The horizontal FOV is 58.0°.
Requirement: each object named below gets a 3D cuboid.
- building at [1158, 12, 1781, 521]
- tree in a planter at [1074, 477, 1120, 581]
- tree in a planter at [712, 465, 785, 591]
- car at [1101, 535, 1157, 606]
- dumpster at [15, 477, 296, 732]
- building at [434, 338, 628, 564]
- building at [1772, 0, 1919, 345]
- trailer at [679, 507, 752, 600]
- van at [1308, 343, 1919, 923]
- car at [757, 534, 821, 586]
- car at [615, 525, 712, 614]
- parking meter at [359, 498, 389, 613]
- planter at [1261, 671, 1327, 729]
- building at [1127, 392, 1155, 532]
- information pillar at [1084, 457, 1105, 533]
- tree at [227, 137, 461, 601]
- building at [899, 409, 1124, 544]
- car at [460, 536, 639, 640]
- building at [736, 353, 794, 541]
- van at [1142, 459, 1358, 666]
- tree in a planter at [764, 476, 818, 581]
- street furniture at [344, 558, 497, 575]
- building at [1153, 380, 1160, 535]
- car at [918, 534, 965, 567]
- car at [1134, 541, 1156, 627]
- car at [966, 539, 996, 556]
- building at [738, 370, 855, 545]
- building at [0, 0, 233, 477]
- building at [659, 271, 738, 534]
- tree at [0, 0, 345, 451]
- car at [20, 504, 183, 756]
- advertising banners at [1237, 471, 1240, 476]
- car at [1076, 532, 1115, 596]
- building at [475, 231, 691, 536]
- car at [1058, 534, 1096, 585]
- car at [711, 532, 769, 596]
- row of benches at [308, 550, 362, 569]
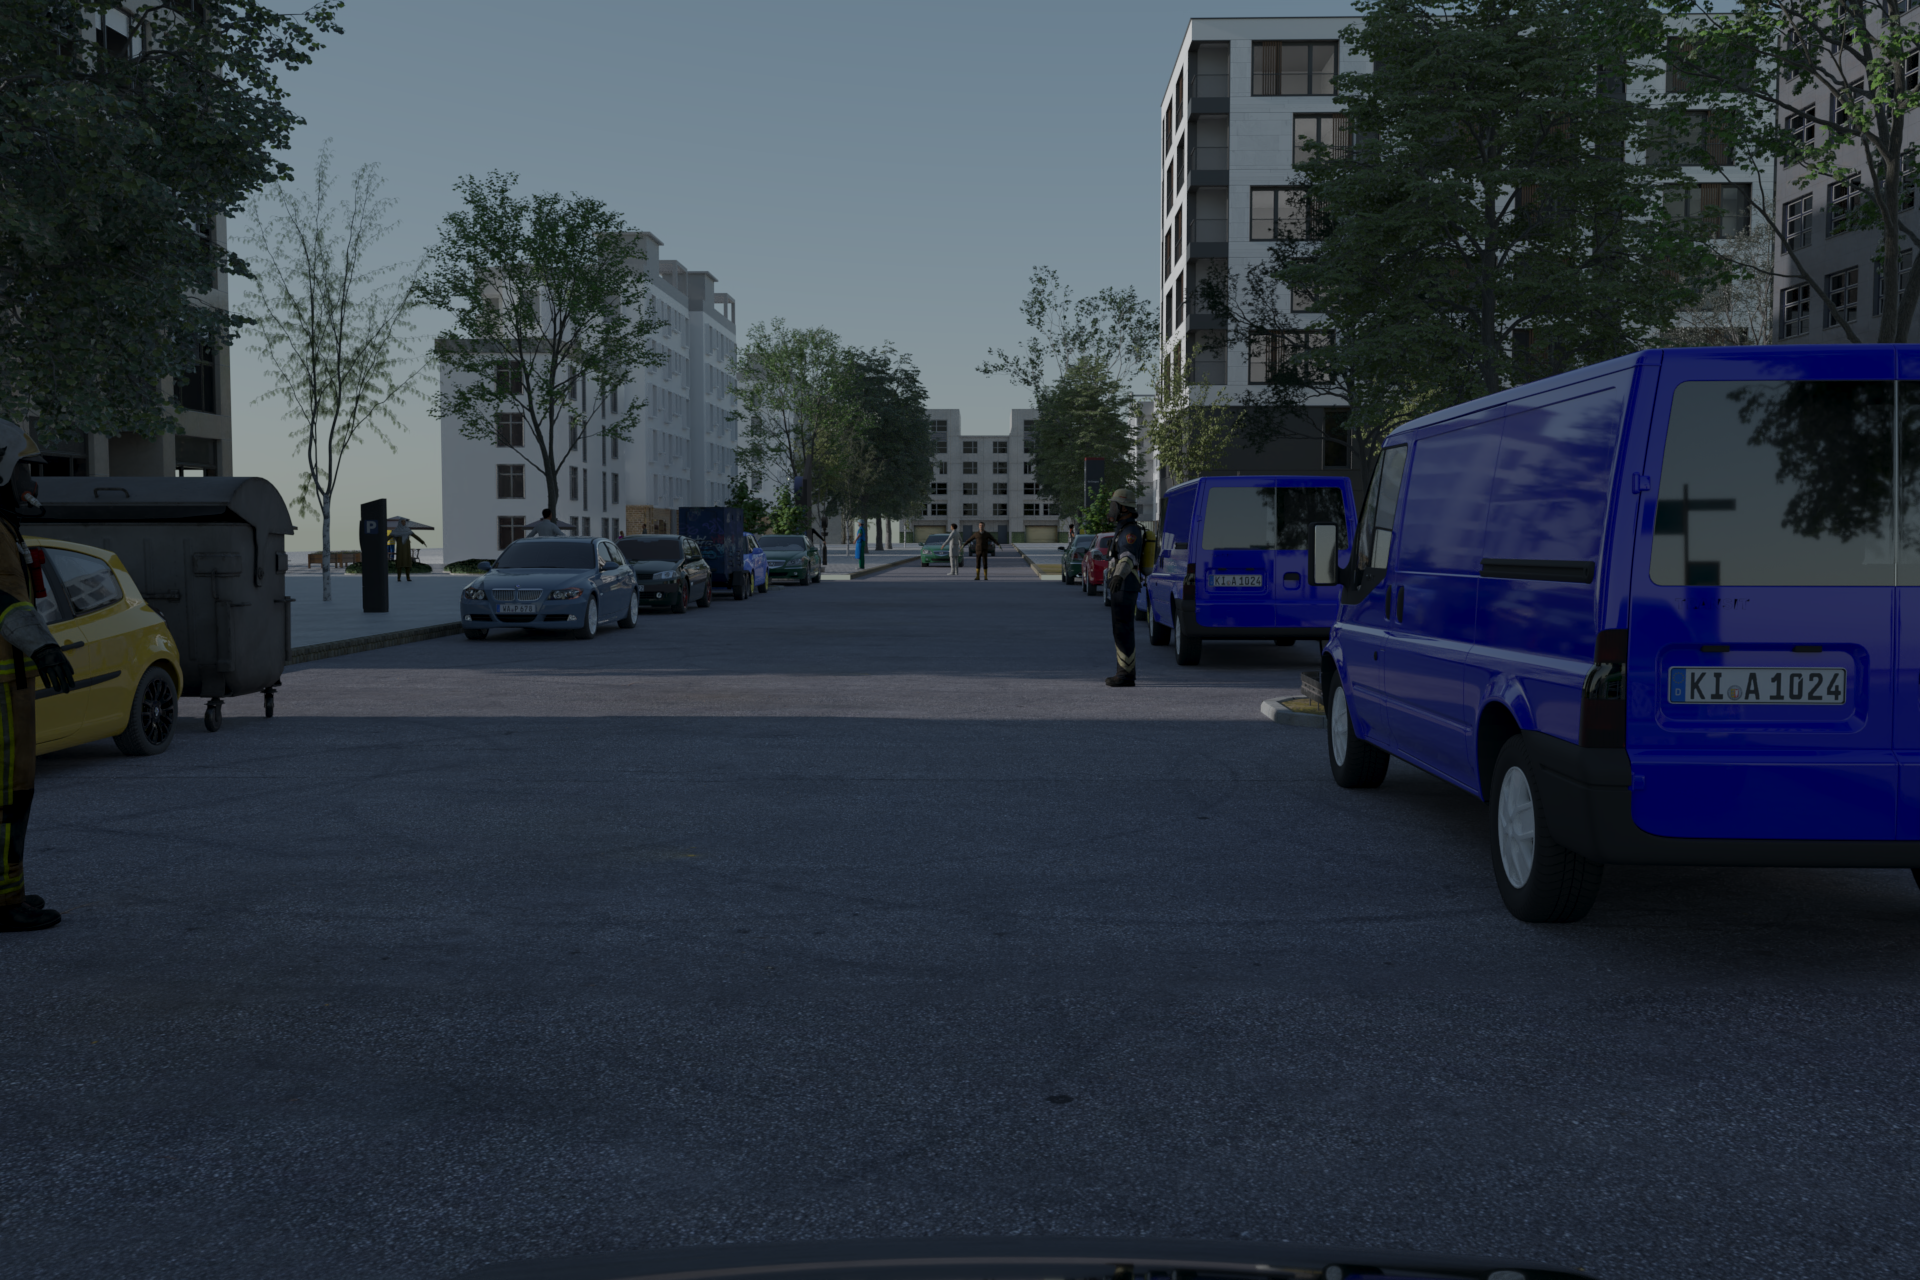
[{"bbox_3d":[23.567,-14.729,84.799,27.936,21.610,32.646,0,4,2],"label":"building"},{"bbox_3d":[4.443,-3.456,53.724,1.991,3.239,1.994,0,4,2],"label":"tree in a planter"},{"bbox_3d":[-5.568,-2.889,44.451,1.991,3.239,1.994,0,4,2],"label":"tree in a planter"},{"bbox_3d":[3.717,-1.274,32.837,2.014,1.417,4.499,0,4,0],"label":"car"},{"bbox_3d":[-6.106,-0.292,12.991,1.865,1.857,1.264,0,4,2],"label":"dumpster"},{"bbox_3d":[-21.494,-8.954,88.550,9.099,9.664,28.070,0,4,1],"label":"building"},{"bbox_3d":[28.310,-13.509,39.280,11.959,24.771,22.079,0,4,2],"label":"building"},{"bbox_3d":[-5.393,-1.833,37.021,1.471,1.999,3.904,0,4,1],"label":"trailer"},{"bbox_3d":[3.019,-0.222,8.013,2.240,2.365,5.245,0,4,1],"label":"van"},{"bbox_3d":[-5.052,-2.309,49.553,2.131,1.459,4.920,0,4,2],"label":"car"},{"bbox_3d":[-5.766,-1.386,32.447,2.009,1.686,4.222,0,4,1],"label":"car"},{"bbox_3d":[-9.589,-1.384,28.333,0.399,1.863,0.255,0,4,2],"label":"parking meter"},{"bbox_3d":[3.406,0.464,13.547,1.991,0.319,1.994,0,4,2],"label":"planter"},{"bbox_3d":[27.413,-22.884,230.573,16.016,20.090,11.380,0,4,1],"label":"building"},{"bbox_3d":[4.557,-4.244,58.761,0.750,3.857,0.750,0,4,1],"label":"information pillar"},{"bbox_3d":[-12.298,-5.044,32.838,4.360,8.622,3.978,0,3,0],"label":"tree"},{"bbox_3d":[7.333,-23.357,250.794,31.486,18.905,16.747,0,4,1],"label":"building"},{"bbox_3d":[-5.828,-0.799,25.072,2.014,1.417,4.499,0,4,1],"label":"car"},{"bbox_3d":[-23.873,-19.906,181.876,16.016,20.090,11.380,0,4,1],"label":"building"},{"bbox_3d":[3.336,-0.986,20.505,2.240,2.365,5.245,0,3,0],"label":"van"},{"bbox_3d":[-5.356,-3.439,53.457,1.991,3.239,1.994,0,4,2],"label":"tree in a planter"},{"bbox_3d":[-14.363,-2.475,56.097,10.072,0.657,5.734,1,4,15],"label":"street furniture"},{"bbox_3d":[28.933,-21.788,212.645,16.016,20.090,11.380,0,4,1],"label":"building"},{"bbox_3d":[-0.754,-3.941,76.228,2.131,1.459,4.920,0,4,1],"label":"car"},{"bbox_3d":[3.705,-1.098,27.544,1.945,1.707,3.694,0,4,1],"label":"car"},{"bbox_3d":[1.420,-6.288,112.598,2.009,1.686,4.222,0,3,0],"label":"car"},{"bbox_3d":[-23.397,-23.749,219.220,19.493,23.208,18.063,0,4,1],"label":"building"},{"bbox_3d":[-31.859,-14.172,34.917,19.350,26.588,34.151,0,4,1],"label":"building"},{"bbox_3d":[-23.127,-16.486,125.967,16.016,20.090,11.380,0,4,2],"label":"building"},{"bbox_3d":[-12.358,-6.923,19.839,9.857,13.997,8.962,0,3,0],"label":"tree"},{"bbox_3d":[-6.069,0.022,9.863,2.015,1.641,3.980,0,4,1],"label":"car"},{"bbox_3d":[7.762,-3.231,49.019,0.090,3.025,2.074,0,4,2],"label":"advertising banners"},{"bbox_3d":[3.880,-1.995,41.655,2.155,1.783,4.494,0,4,2],"label":"car"},{"bbox_3d":[-24.400,-15.495,109.769,16.016,20.090,11.380,0,4,2],"label":"building"},{"bbox_3d":[3.917,-2.352,50.251,2.131,1.459,4.920,0,4,1],"label":"car"},{"bbox_3d":[-5.563,-1.916,40.925,1.945,1.707,3.694,0,4,2],"label":"car"},{"bbox_3d":[-23.686,-3.101,66.172,1.422,0.672,4.104,0,4,8],"label":"row of benches"}]
